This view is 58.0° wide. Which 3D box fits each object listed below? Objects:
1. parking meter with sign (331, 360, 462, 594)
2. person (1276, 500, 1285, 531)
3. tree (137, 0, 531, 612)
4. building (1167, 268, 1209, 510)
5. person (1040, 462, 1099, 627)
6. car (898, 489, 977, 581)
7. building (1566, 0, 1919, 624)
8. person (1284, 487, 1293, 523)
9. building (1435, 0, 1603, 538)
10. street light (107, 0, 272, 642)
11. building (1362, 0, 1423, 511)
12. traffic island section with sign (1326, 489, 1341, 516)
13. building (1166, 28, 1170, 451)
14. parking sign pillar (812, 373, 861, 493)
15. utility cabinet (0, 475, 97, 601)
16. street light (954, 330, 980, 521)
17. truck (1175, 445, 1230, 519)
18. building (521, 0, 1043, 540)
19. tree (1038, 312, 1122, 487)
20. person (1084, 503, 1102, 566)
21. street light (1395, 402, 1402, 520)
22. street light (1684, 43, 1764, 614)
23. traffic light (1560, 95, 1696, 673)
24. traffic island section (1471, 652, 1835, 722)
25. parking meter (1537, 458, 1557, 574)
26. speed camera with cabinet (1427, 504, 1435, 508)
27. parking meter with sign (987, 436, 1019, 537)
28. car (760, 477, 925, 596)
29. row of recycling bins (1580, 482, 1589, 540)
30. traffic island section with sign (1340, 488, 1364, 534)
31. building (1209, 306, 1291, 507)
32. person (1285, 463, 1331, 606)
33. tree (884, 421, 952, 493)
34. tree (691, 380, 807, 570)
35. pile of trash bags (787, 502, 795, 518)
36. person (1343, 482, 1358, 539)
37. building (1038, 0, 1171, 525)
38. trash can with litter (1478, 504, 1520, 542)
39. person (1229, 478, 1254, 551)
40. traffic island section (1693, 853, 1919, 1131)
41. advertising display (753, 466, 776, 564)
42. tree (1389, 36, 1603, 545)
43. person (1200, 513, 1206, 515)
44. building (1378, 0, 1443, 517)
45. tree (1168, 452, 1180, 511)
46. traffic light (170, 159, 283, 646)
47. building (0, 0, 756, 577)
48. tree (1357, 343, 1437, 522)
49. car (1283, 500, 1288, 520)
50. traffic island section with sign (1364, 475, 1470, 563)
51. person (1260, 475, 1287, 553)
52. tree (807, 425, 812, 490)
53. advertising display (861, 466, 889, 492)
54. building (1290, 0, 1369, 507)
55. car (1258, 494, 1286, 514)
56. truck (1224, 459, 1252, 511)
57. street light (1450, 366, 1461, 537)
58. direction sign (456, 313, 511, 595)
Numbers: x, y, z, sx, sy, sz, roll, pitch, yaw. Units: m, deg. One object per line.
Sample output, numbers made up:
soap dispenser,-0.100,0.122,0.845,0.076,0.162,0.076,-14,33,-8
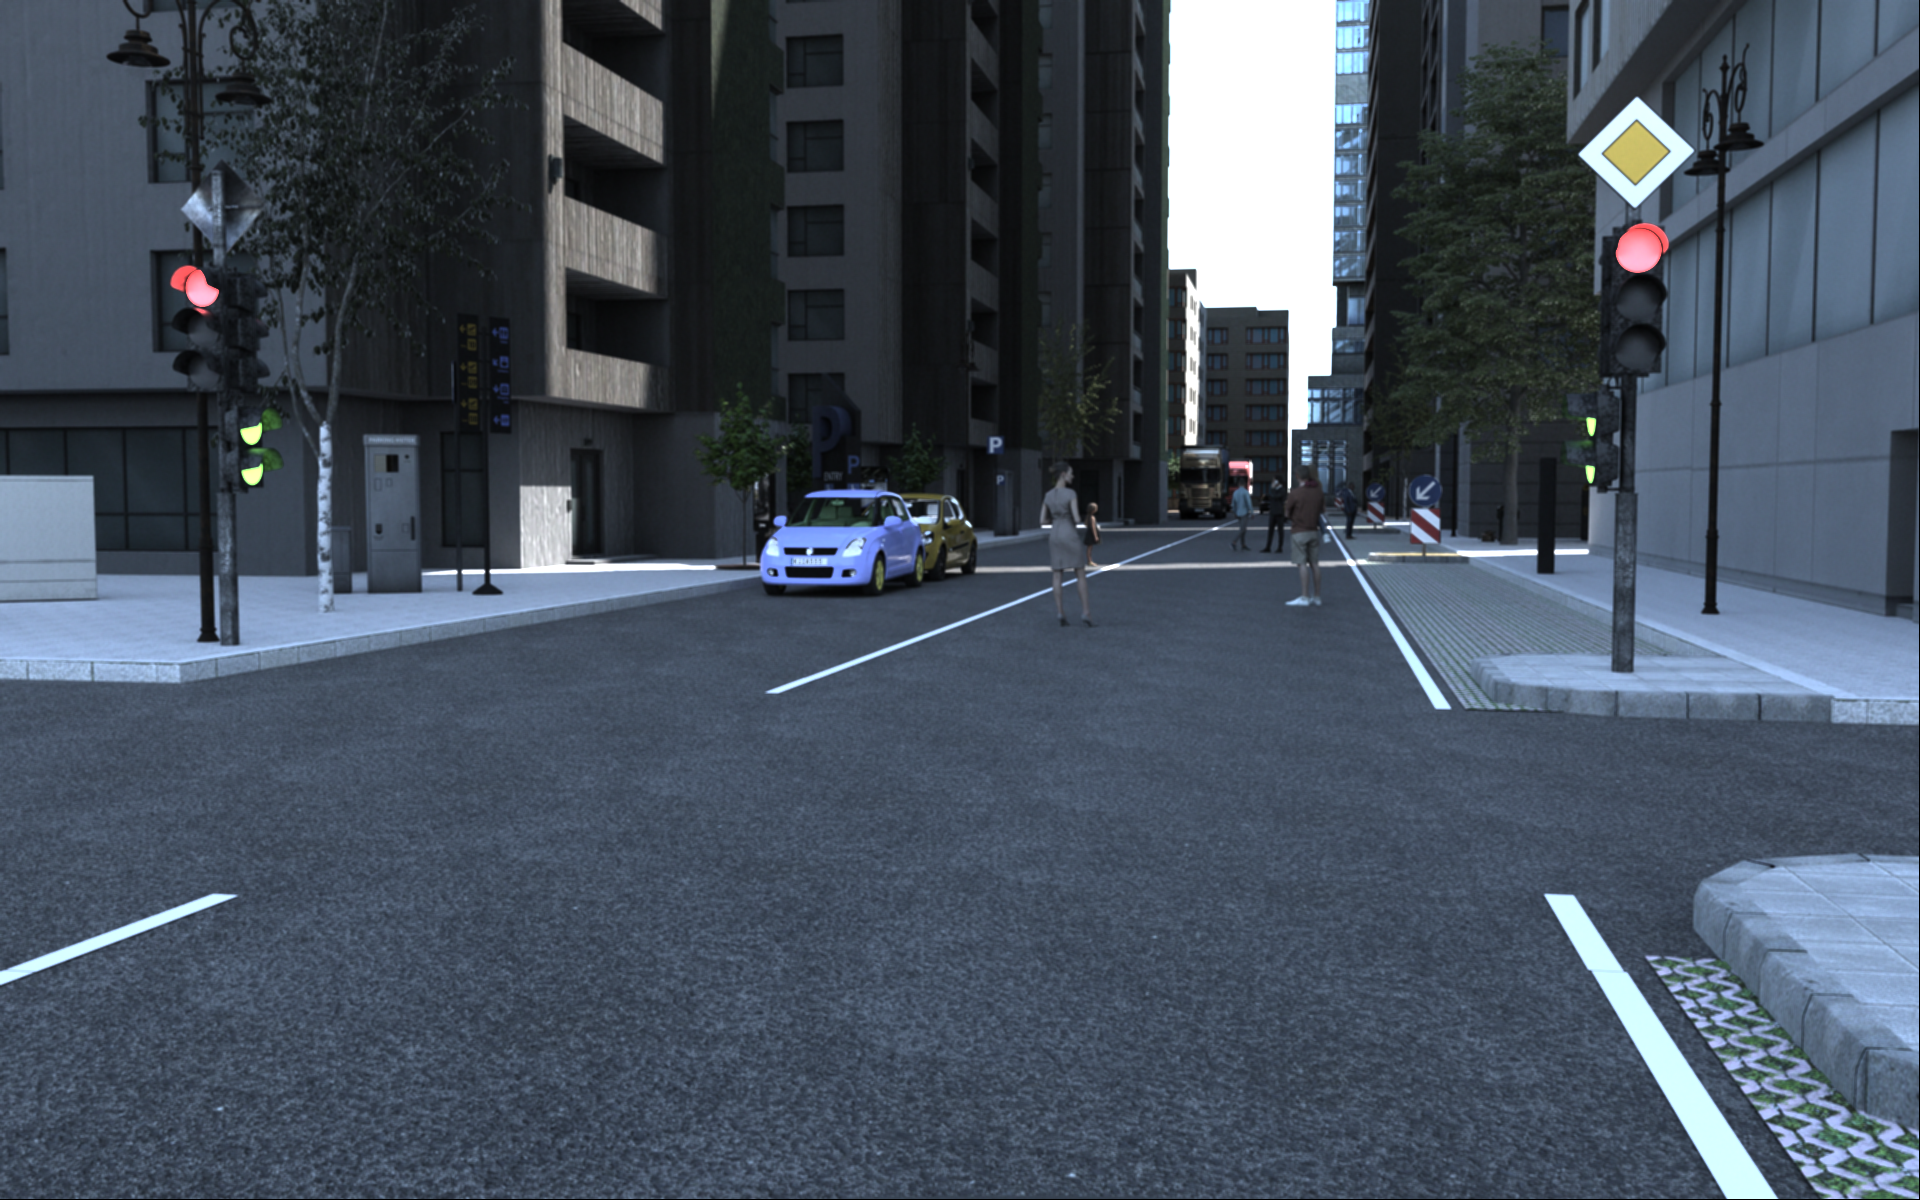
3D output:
parking meter with sign,-7.388,-1.606,22.518,1.738,3.016,0.543,-1,4,-18
person,12.383,-3.601,67.712,0.374,1.781,0.599,-2,4,-35
tree,-6.875,-4.188,18.839,4.360,8.622,3.978,0,3,0
building,6.239,-18.784,152.153,28.899,21.520,27.650,1,4,11
person,1.183,-0.607,18.768,0.599,1.781,0.374,3,5,39
car,-0.855,-1.200,29.844,2.015,1.641,3.980,1,4,12
building,22.845,-26.335,19.817,27.495,52.752,28.713,1,4,11
person,16.498,-4.720,86.077,0.834,1.777,0.661,2,4,25
building,27.981,-31.725,60.704,21.231,58.520,28.212,1,4,11
street light,-6.542,-2.576,14.898,0.468,5.910,1.993,1,4,11
building,39.062,-30.256,118.386,21.300,48.544,21.600,1,4,11
traffic island section with sign,24.894,-6.339,112.264,1.989,1.847,2.006,1,4,11
building,7.411,-28.957,123.564,14.600,45.320,14.200,1,4,11
parking sign pillar,-2.715,-3.032,38.051,1.447,3.967,1.447,-3,5,-39
utility cabinet,-11.009,-0.738,20.738,1.173,1.500,0.318,-2,4,-27
street light,0.209,-4.653,48.858,0.468,5.910,1.993,1,4,11
truck,14.285,-6.869,101.229,2.839,4.237,11.283,1,4,11
building,-5.154,-17.578,59.096,14.160,30.474,14.107,1,4,11
tree,4.321,-7.386,71.131,4.737,8.622,4.395,0,3,0
person,2.638,-1.296,34.367,0.373,1.253,0.362,0,4,0
street light,21.581,-6.883,85.317,0.468,5.910,1.993,1,4,11
street light,8.044,-2.789,18.392,0.468,5.910,1.993,1,4,11
traffic light,4.767,-1.436,12.397,0.839,4.253,0.868,1,4,11
traffic island section,4.805,0.598,12.503,2.009,0.180,2.903,1,4,11
parking meter,9.477,-1.362,27.972,0.255,1.863,0.399,1,4,17
speed camera with cabinet,23.577,-5.470,83.766,2.038,3.252,0.660,0,4,4
parking meter with sign,1.352,-3.457,52.780,0.543,3.016,1.738,1,4,19
car,-1.692,-0.977,25.559,1.945,1.707,3.694,1,4,12
row of recycling bins,17.394,-2.423,46.730,1.069,1.692,3.534,1,4,15
traffic island section with sign,14.996,-3.330,63.077,1.989,1.847,2.006,1,4,11
building,20.352,-20.784,184.854,28.899,21.520,27.650,1,4,11
person,4.488,-0.849,22.356,0.573,1.828,0.580,1,4,17
tree,-1.275,-3.155,46.194,1.663,3.219,1.824,0,3,0
tree,-3.829,-2.144,29.649,1.663,3.219,1.824,0,3,0
pile of trash bags,-5.268,-2.238,46.343,3.447,1.369,1.912,-3,5,-41
person,12.386,-2.832,54.983,0.419,1.800,0.721,3,4,38
building,2.289,-24.315,81.149,14.154,41.232,14.086,1,4,11
trash can with litter,14.428,-2.141,46.396,1.055,1.170,0.624,2,4,34
person,7.047,-2.158,43.641,0.748,1.841,0.638,-1,4,-23
traffic island section,3.229,1.077,4.675,2.009,0.180,2.903,1,4,11
advertising display,-3.578,-1.619,31.681,0.123,1.923,0.974,-2,4,-24
tree,14.320,-7.678,43.663,7.486,12.596,7.792,0,3,0
person,16.485,-6.667,117.959,0.568,1.767,0.683,-3,4,-36
building,34.813,-40.275,96.754,20.563,71.187,20.611,1,4,11
tree,16.357,-9.129,132.979,4.285,4.588,4.351,0,3,0
traffic light,-6.179,-1.569,14.575,0.839,4.253,0.868,1,4,11
building,-12.099,-15.947,32.441,14.160,30.474,14.107,1,4,11
tree,20.719,-7.973,80.727,4.737,8.622,4.395,0,3,0
car,18.935,-5.285,96.634,2.015,1.641,3.980,1,4,13
traffic island section with sign,9.680,-1.714,36.649,1.989,1.847,2.006,1,4,11
person,7.689,-2.108,42.328,0.474,1.900,0.648,-2,4,-27
tree,-3.786,-2.829,40.859,1.663,3.219,1.824,0,3,0
advertising display,-2.130,-2.147,40.315,0.974,1.923,0.123,0,4,6
building,49.802,-52.766,175.395,31.000,86.520,22.319,1,4,11
car,22.301,-6.976,123.848,2.009,1.686,4.222,1,4,10
truck,22.445,-9.312,141.169,2.839,4.237,11.283,1,4,11
street light,14.867,-4.844,51.993,0.468,5.910,1.993,1,4,11
direction sign,-6.053,-1.840,22.086,0.379,3.537,0.876,2,4,32
